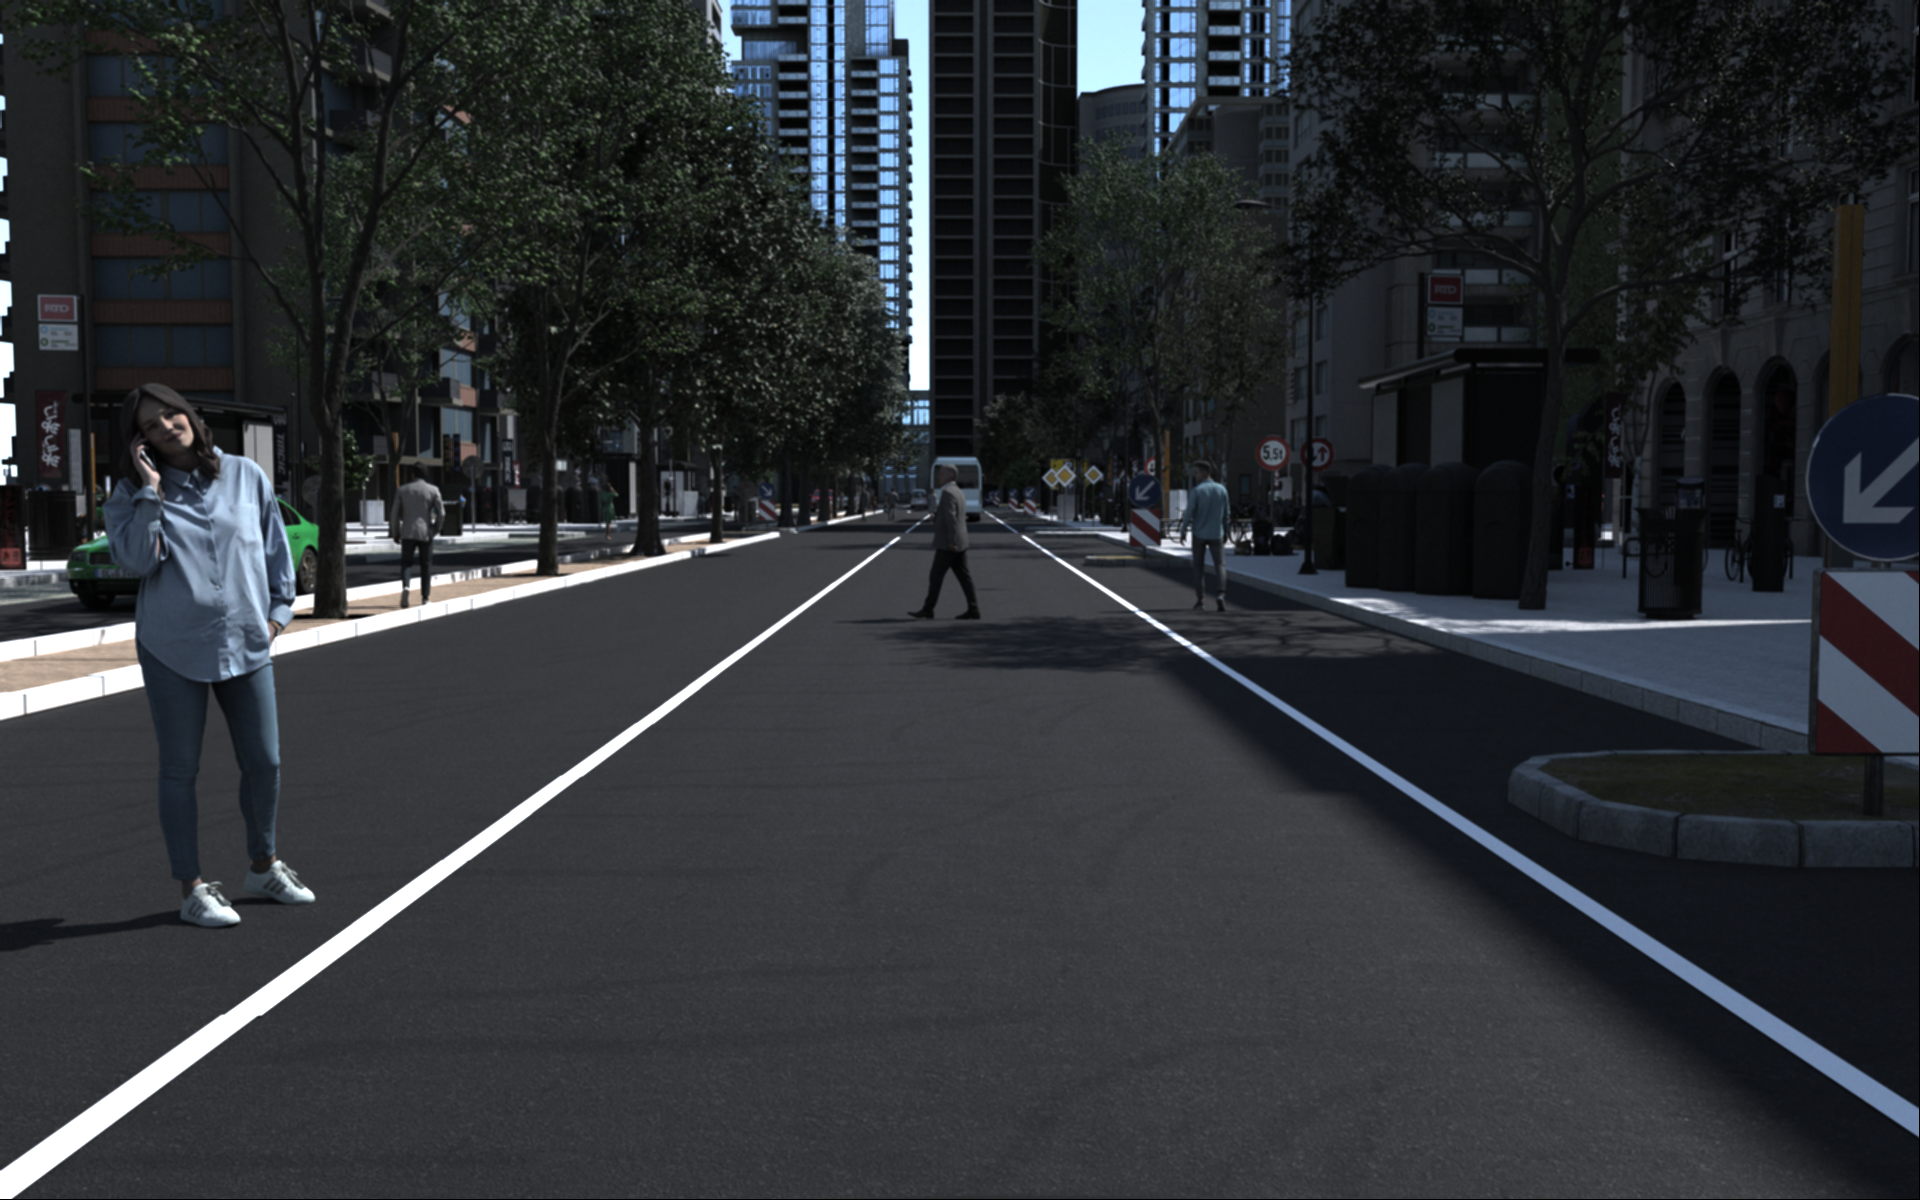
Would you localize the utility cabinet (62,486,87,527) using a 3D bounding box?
[{"bbox_3d":[-23.191,-2.245,45.390,0.318,1.500,1.173,-3,5,-40],"label":"utility cabinet"}]

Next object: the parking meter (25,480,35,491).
[{"bbox_3d":[-39.520,-4.152,73.600,0.399,1.863,0.255,-2,4,-30],"label":"parking meter"}]

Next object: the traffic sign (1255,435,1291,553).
[{"bbox_3d":[6.787,-2.294,37.611,0.768,2.556,0.104,1,4,9],"label":"traffic sign"}]

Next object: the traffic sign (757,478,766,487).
[{"bbox_3d":[-15.921,-8.479,138.743,0.768,2.556,0.104,0,4,2],"label":"traffic sign"}]

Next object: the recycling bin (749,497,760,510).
[{"bbox_3d":[-16.110,-7.527,135.615,0.722,1.027,0.722,-2,4,-25],"label":"recycling bin"}]

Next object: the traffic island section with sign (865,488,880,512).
[{"bbox_3d":[-7.261,-8.085,140.332,2.006,1.907,1.989,0,3,0],"label":"traffic island section with sign"}]

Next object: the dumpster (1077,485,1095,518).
[{"bbox_3d":[6.727,-5.371,93.577,1.264,1.857,1.865,0,3,0],"label":"dumpster"}]

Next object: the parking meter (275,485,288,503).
[{"bbox_3d":[-19.581,-2.542,49.968,0.372,1.533,0.369,0,3,0],"label":"parking meter"}]

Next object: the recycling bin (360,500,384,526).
[{"bbox_3d":[-23.656,-3.494,69.687,0.722,1.027,0.722,-3,5,-42],"label":"recycling bin"}]

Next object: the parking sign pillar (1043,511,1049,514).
[{"bbox_3d":[6.231,-7.720,114.691,1.447,3.967,1.447,0,4,-6],"label":"parking sign pillar"}]

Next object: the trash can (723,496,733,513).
[{"bbox_3d":[-16.037,-6.618,119.864,0.748,1.137,0.748,0,3,0],"label":"trash can"}]

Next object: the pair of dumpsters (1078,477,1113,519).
[{"bbox_3d":[7.099,-5.374,90.364,1.574,2.255,4.437,0,3,0],"label":"pair of dumpsters"}]

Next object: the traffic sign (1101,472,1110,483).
[{"bbox_3d":[8.222,-6.057,99.135,0.768,2.556,0.104,0,4,0],"label":"traffic sign"}]

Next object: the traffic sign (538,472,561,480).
[{"bbox_3d":[-13.618,-3.293,57.485,0.795,2.450,0.064,0,3,0],"label":"traffic sign"}]

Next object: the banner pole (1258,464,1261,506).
[{"bbox_3d":[16.904,-6.592,97.802,0.401,3.779,0.863,0,4,-3],"label":"banner pole"}]

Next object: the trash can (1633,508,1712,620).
[{"bbox_3d":[7.312,-0.377,17.814,0.748,1.137,0.748,0,3,0],"label":"trash can"}]

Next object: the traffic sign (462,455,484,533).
[{"bbox_3d":[-16.022,-3.479,56.982,0.768,2.556,0.104,0,4,6],"label":"traffic sign"}]

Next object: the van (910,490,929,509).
[{"bbox_3d":[-3.847,-9.689,165.423,2.013,2.044,4.112,0,4,1],"label":"van"}]

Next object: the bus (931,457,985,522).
[{"bbox_3d":[-0.107,-6.039,93.605,2.948,3.499,13.247,0,4,1],"label":"bus"}]

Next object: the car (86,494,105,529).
[{"bbox_3d":[-29.842,-3.194,61.023,4.718,1.807,1.959,0,4,-2],"label":"car"}]

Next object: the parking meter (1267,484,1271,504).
[{"bbox_3d":[18.628,-6.010,103.981,0.399,1.863,0.255,-1,4,-23],"label":"parking meter"}]

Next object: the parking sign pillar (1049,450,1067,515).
[{"bbox_3d":[6.588,-7.235,106.768,1.447,3.967,1.447,2,4,29],"label":"parking sign pillar"}]

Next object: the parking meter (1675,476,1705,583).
[{"bbox_3d":[10.167,-0.962,24.148,0.372,1.533,0.369,0,3,0],"label":"parking meter"}]

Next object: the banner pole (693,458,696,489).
[{"bbox_3d":[-18.303,-7.904,119.253,0.401,3.779,0.863,0,4,6],"label":"banner pole"}]

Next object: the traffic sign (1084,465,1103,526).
[{"bbox_3d":[5.280,-4.118,68.522,0.795,2.450,0.064,0,4,4],"label":"traffic sign"}]

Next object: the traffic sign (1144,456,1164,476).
[{"bbox_3d":[6.572,-3.560,58.318,0.768,2.556,0.104,0,4,7],"label":"traffic sign"}]

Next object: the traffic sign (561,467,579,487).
[{"bbox_3d":[-18.544,-5.037,82.356,0.884,2.594,0.081,0,4,0],"label":"traffic sign"}]

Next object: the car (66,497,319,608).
[{"bbox_3d":[-10.132,-0.882,23.210,1.959,1.807,4.718,0,4,1],"label":"car"}]

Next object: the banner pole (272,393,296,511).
[{"bbox_3d":[-16.787,-3.251,43.167,0.863,3.779,0.401,1,4,21],"label":"banner pole"}]

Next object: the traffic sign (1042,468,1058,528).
[{"bbox_3d":[3.470,-3.781,65.464,0.795,2.450,0.064,0,3,0],"label":"traffic sign"}]

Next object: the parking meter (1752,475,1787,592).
[{"bbox_3d":[10.644,-0.878,22.773,0.372,1.533,0.369,0,3,0],"label":"parking meter"}]

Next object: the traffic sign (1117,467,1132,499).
[{"bbox_3d":[7.751,-5.012,81.947,0.884,2.594,0.081,0,4,1],"label":"traffic sign"}]

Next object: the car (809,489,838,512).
[{"bbox_3d":[-10.894,-7.939,138.476,2.281,1.827,5.304,0,4,-2],"label":"car"}]

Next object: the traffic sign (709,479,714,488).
[{"bbox_3d":[-16.720,-7.058,117.524,0.606,2.300,0.079,0,4,3],"label":"traffic sign"}]

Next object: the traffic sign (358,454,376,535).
[{"bbox_3d":[-18.750,-3.327,54.502,0.768,2.556,0.104,0,4,8],"label":"traffic sign"}]

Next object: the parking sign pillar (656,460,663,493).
[{"bbox_3d":[-22.896,-8.738,131.332,1.447,3.967,1.447,1,4,19],"label":"parking sign pillar"}]

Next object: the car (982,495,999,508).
[{"bbox_3d":[3.180,-10.244,180.066,1.945,1.354,3.894,0,3,0],"label":"car"}]

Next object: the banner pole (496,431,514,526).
[{"bbox_3d":[-18.125,-4.823,68.871,0.863,3.779,0.401,-3,4,-37],"label":"banner pole"}]

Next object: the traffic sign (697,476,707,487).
[{"bbox_3d":[-17.822,-7.326,119.887,0.768,2.556,0.104,1,4,8],"label":"traffic sign"}]

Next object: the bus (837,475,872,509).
[{"bbox_3d":[-10.028,-10.363,164.293,2.948,3.499,13.247,0,4,0],"label":"bus"}]

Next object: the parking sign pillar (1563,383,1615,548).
[{"bbox_3d":[15.040,-3.256,41.708,1.447,3.967,1.447,3,5,41],"label":"parking sign pillar"}]

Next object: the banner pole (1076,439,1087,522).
[{"bbox_3d":[5.533,-5.477,79.564,0.401,3.779,0.863,-2,4,-28],"label":"banner pole"}]

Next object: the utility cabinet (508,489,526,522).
[{"bbox_3d":[-20.447,-4.318,79.276,1.173,1.500,0.318,-1,4,-11],"label":"utility cabinet"}]

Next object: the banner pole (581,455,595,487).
[{"bbox_3d":[-17.964,-5.713,83.423,0.863,3.779,0.401,-1,4,-22],"label":"banner pole"}]

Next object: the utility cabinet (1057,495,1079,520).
[{"bbox_3d":[5.340,-4.567,85.835,1.020,1.237,0.306,-1,4,-15],"label":"utility cabinet"}]

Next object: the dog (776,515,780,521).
[{"bbox_3d":[-8.975,-4.141,86.996,0.540,0.507,0.406,-3,4,-36],"label":"dog"}]

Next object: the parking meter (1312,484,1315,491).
[{"bbox_3d":[8.723,-2.059,42.084,0.372,1.533,0.369,0,3,0],"label":"parking meter"}]

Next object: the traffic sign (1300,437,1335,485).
[{"bbox_3d":[8.007,-2.372,38.881,0.768,2.556,0.104,0,4,6],"label":"traffic sign"}]

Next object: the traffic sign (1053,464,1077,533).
[{"bbox_3d":[3.476,-3.293,57.479,0.795,2.450,0.064,0,3,0],"label":"traffic sign"}]

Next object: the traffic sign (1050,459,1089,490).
[{"bbox_3d":[6.278,-6.452,99.361,2.265,3.308,0.079,0,4,5],"label":"traffic sign"}]
